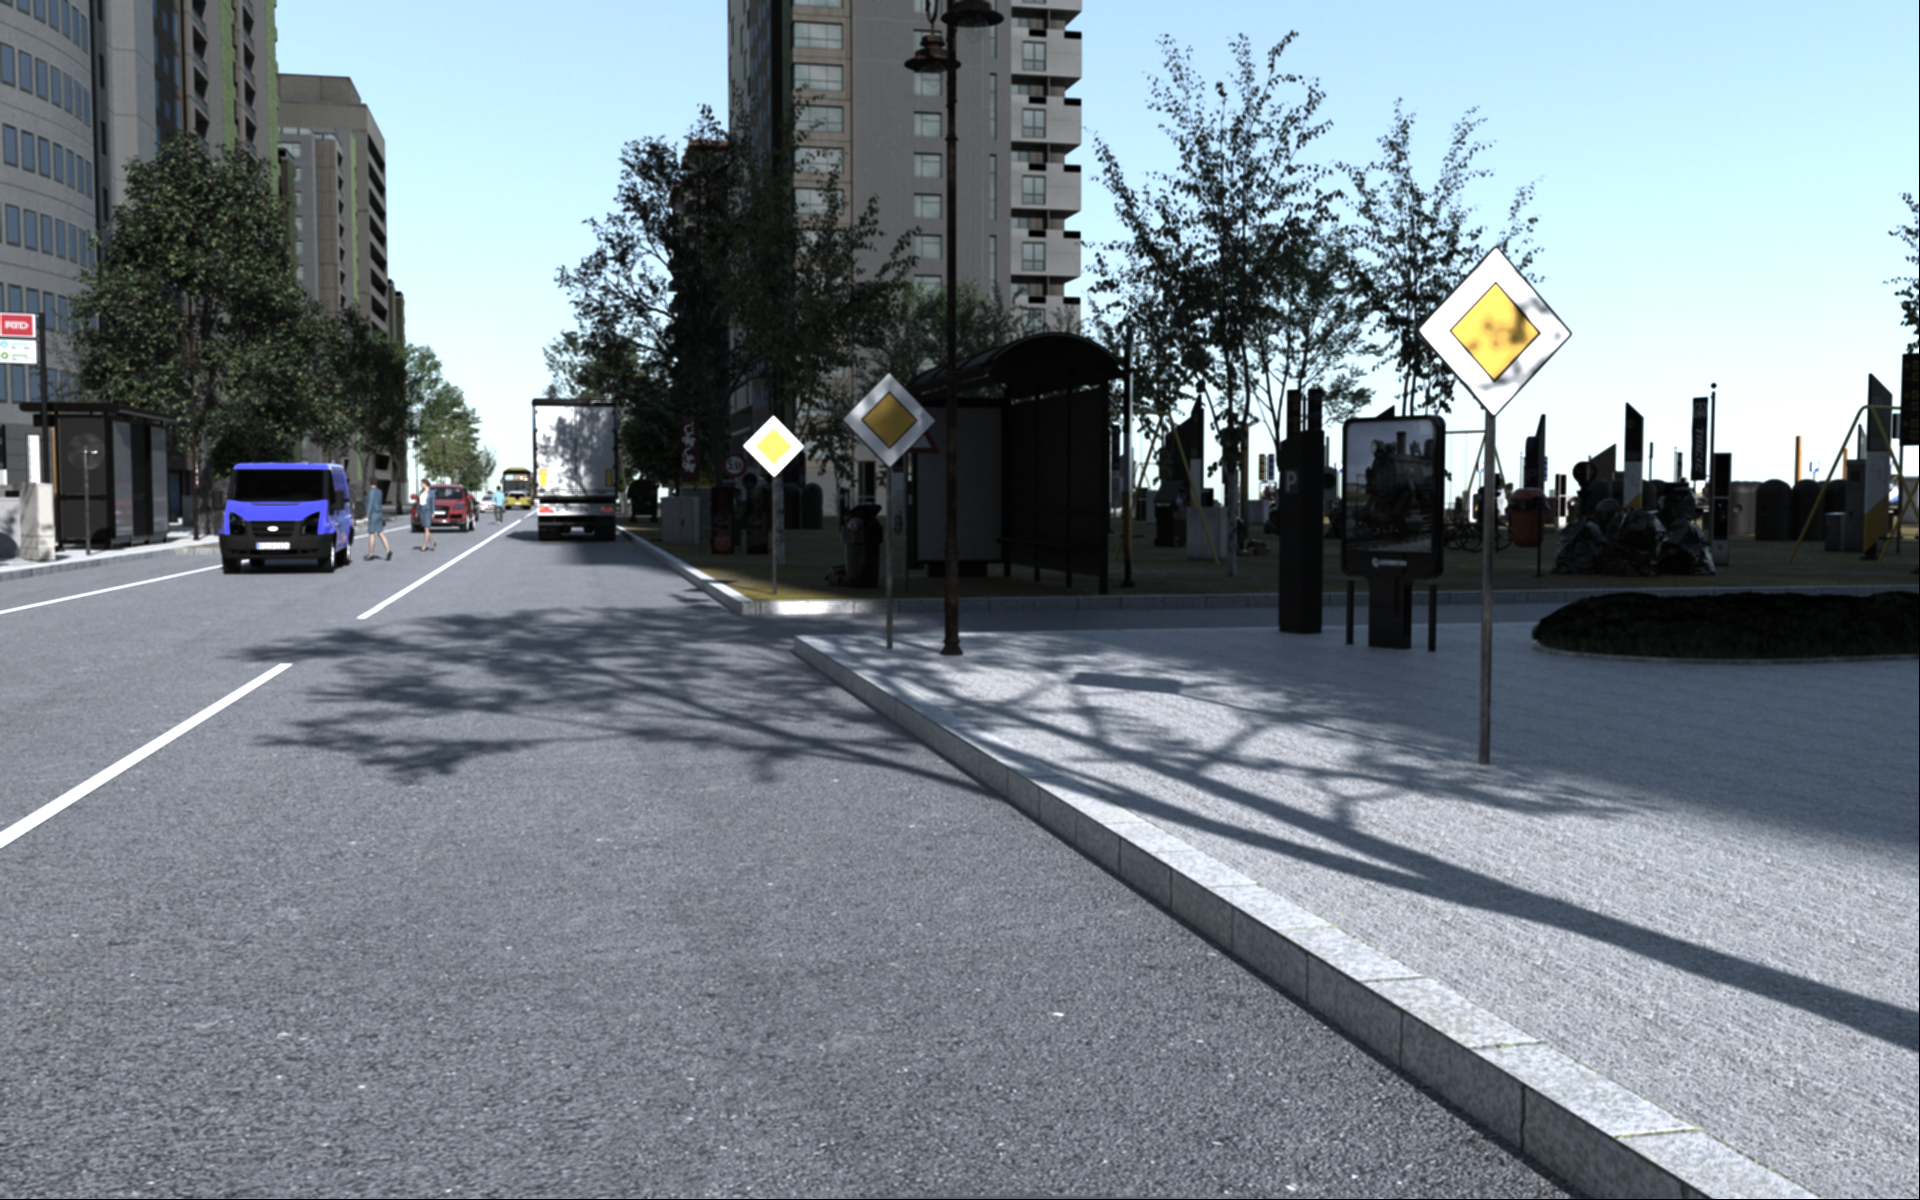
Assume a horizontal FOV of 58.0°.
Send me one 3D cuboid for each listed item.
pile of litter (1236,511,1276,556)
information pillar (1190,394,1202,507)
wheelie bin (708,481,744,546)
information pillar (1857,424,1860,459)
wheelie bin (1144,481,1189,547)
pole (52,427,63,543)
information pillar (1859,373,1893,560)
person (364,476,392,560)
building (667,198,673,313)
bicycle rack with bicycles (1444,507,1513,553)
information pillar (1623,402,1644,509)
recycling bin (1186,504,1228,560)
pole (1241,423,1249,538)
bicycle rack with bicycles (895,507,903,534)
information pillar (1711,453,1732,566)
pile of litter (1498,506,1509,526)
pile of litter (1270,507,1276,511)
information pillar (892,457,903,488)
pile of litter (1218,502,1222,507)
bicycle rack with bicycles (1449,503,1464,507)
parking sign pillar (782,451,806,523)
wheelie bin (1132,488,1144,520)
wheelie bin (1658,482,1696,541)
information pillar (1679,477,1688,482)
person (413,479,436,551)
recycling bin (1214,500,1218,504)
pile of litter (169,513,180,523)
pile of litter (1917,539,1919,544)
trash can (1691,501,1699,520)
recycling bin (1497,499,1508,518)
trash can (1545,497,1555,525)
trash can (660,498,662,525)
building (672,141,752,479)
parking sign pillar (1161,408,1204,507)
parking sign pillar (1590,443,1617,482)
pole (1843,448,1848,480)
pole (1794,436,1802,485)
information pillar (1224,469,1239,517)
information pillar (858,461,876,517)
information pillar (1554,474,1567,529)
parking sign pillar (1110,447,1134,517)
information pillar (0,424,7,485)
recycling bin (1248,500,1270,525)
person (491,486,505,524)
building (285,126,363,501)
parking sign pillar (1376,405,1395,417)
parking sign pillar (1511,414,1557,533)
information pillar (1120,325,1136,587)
[{"bbox_3d":[6.049,-1.379,36.512,1.176,0.858,1.719,3,5,44],"label":"pile of litter"},{"bbox_3d":[5.569,-3.029,40.877,0.183,3.616,0.504,-1,4,-14],"label":"information pillar"},{"bbox_3d":[-5.782,-2.137,42.852,0.980,1.594,0.693,3,5,39],"label":"wheelie bin"},{"bbox_3d":[30.108,-4.070,57.896,0.504,3.616,0.183,-3,5,-40],"label":"information pillar"},{"bbox_3d":[5.152,-2.103,42.298,0.693,1.594,0.980,-3,5,-41],"label":"wheelie bin"},{"bbox_3d":[-23.722,-3.162,45.537,0.158,3.312,0.155,0,3,0],"label":"pole"},{"bbox_3d":[17.838,-2.589,33.681,0.504,3.616,0.183,-1,4,-9],"label":"information pillar"},{"bbox_3d":[-12.577,-1.762,37.329,0.654,1.822,0.581,2,4,27],"label":"person"},{"bbox_3d":[-29.197,-35.881,241.272,22.147,44.769,28.867,-1,4,-13],"label":"building"},{"bbox_3d":[10.985,-1.570,39.051,2.925,0.926,2.852,1,4,16],"label":"bicycle rack with bicycles"},{"bbox_3d":[17.074,-3.217,43.955,0.183,3.616,0.504,-3,4,-37],"label":"information pillar"},{"bbox_3d":[4.906,-1.308,33.946,0.722,1.027,0.722,2,4,32],"label":"recycling bin"},{"bbox_3d":[8.223,-3.436,50.025,0.158,3.312,0.155,0,3,0],"label":"pole"},{"bbox_3d":[-0.683,-2.531,54.767,2.852,0.926,2.925,-1,4,-14],"label":"bicycle rack with bicycles"},{"bbox_3d":[13.603,-1.619,30.958,0.304,2.012,0.304,1,4,23],"label":"information pillar"},{"bbox_3d":[22.157,-3.371,69.080,1.719,0.858,1.176,-1,4,-16],"label":"pile of litter"},{"bbox_3d":[10.491,-2.586,56.248,1.176,0.858,1.719,3,5,42],"label":"pile of litter"},{"bbox_3d":[-2.340,-4.555,65.822,0.504,3.616,0.183,-1,4,-10],"label":"information pillar"},{"bbox_3d":[14.273,-5.070,96.860,1.719,0.858,1.176,3,5,41],"label":"pile of litter"},{"bbox_3d":[21.719,-3.706,73.969,2.852,0.926,2.925,2,4,35],"label":"bicycle rack with bicycles"},{"bbox_3d":[-7.530,-5.470,77.899,1.447,3.967,1.447,3,5,42],"label":"parking sign pillar"},{"bbox_3d":[8.811,-4.674,84.332,0.980,1.594,0.693,0,4,-6],"label":"wheelie bin"},{"bbox_3d":[19.296,-2.363,46.543,0.980,1.594,0.693,0,4,-4],"label":"wheelie bin"},{"bbox_3d":[31.285,-4.309,74.951,0.304,2.012,0.304,3,4,36],"label":"information pillar"},{"bbox_3d":[-13.434,-2.153,43.718,0.581,1.822,0.654,2,4,34],"label":"person"},{"bbox_3d":[11.054,-3.954,77.204,0.722,1.027,0.722,-1,4,-12],"label":"recycling bin"},{"bbox_3d":[-35.729,-3.879,77.383,1.719,0.858,1.176,-3,5,-41],"label":"pile of litter"},{"bbox_3d":[24.925,-1.829,43.876,1.176,0.858,1.719,2,4,24],"label":"pile of litter"},{"bbox_3d":[35.990,-4.495,85.151,0.748,1.137,0.748,0,3,0],"label":"trash can"},{"bbox_3d":[27.190,-4.577,87.384,0.722,1.027,0.722,2,4,28],"label":"recycling bin"},{"bbox_3d":[25.335,-3.859,74.742,0.748,1.137,0.748,0,3,0],"label":"trash can"},{"bbox_3d":[-11.594,-3.504,68.951,0.748,1.137,0.748,0,3,0],"label":"trash can"},{"bbox_3d":[-22.761,-34.163,213.183,22.147,44.769,28.867,-1,4,-13],"label":"building"},{"bbox_3d":[6.960,-4.023,54.251,1.447,3.967,1.447,-1,4,-20],"label":"parking sign pillar"},{"bbox_3d":[34.083,-6.322,91.831,1.447,3.967,1.447,2,4,30],"label":"parking sign pillar"},{"bbox_3d":[39.537,-5.110,77.391,0.158,3.312,0.155,0,3,0],"label":"pole"},{"bbox_3d":[29.369,-4.090,60.711,0.158,3.312,0.155,0,3,0],"label":"pole"},{"bbox_3d":[8.015,-2.855,51.179,0.304,2.012,0.304,-3,5,-42],"label":"information pillar"},{"bbox_3d":[-2.057,-2.068,38.311,0.304,2.012,0.304,-2,4,-27],"label":"information pillar"},{"bbox_3d":[21.848,-3.578,62.991,0.304,2.012,0.304,-1,4,-10],"label":"information pillar"},{"bbox_3d":[9.302,-6.784,99.383,1.447,3.967,1.447,0,4,3],"label":"parking sign pillar"},{"bbox_3d":[-32.234,-4.095,58.311,0.504,3.616,0.183,3,4,38],"label":"information pillar"},{"bbox_3d":[12.659,-3.721,73.389,0.722,1.027,0.722,2,4,30],"label":"recycling bin"},{"bbox_3d":[-21.795,-4.483,81.808,0.660,1.820,0.620,-3,4,-37],"label":"person"},{"bbox_3d":[-72.938,-30.776,186.779,14.154,41.232,14.086,-1,4,-13],"label":"building"},{"bbox_3d":[12.438,-3.910,52.393,1.447,3.967,1.447,0,4,6],"label":"parking sign pillar"},{"bbox_3d":[19.210,-4.244,57.854,1.447,3.967,1.447,2,4,27],"label":"parking sign pillar"},{"bbox_3d":[2.313,-1.987,23.836,0.183,3.616,0.504,1,4,11],"label":"information pillar"}]
